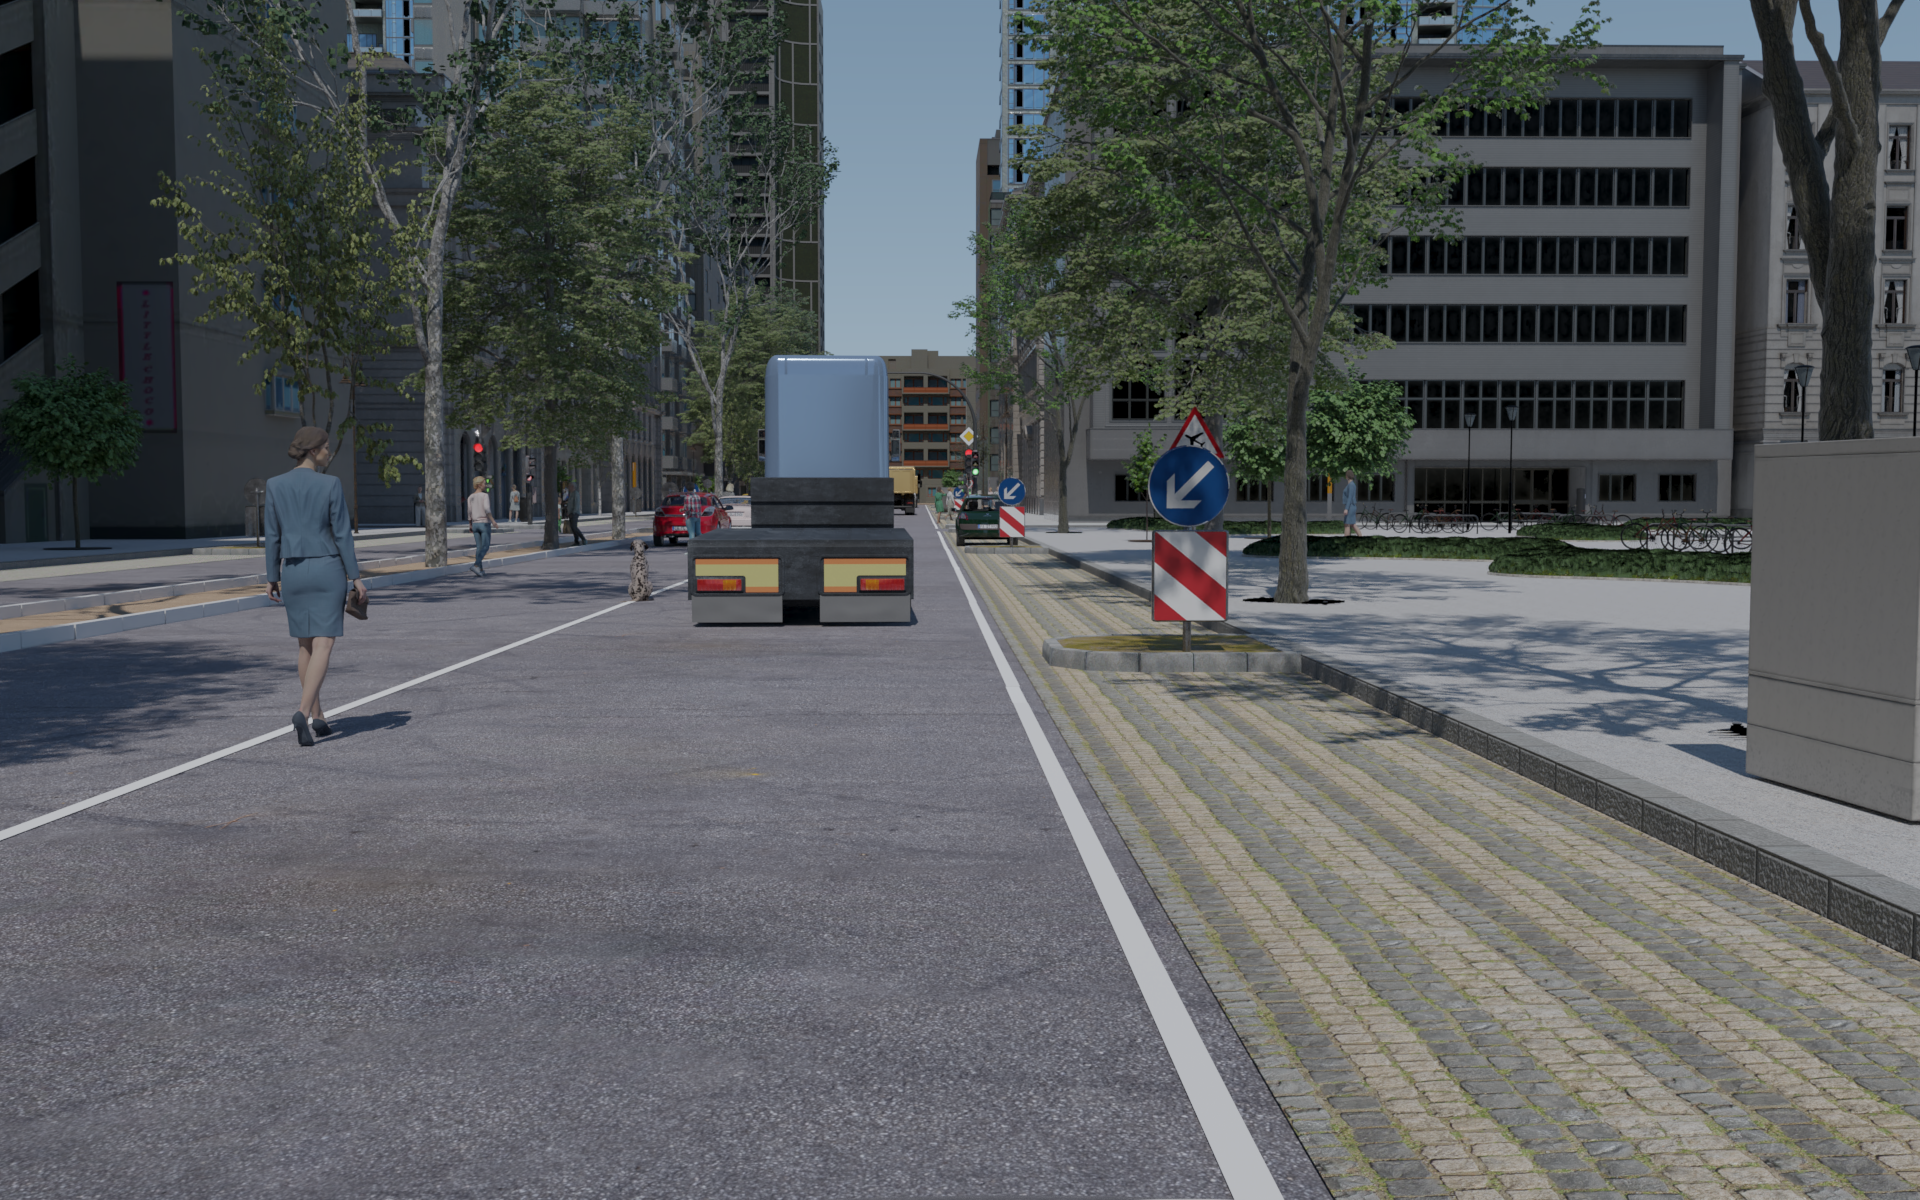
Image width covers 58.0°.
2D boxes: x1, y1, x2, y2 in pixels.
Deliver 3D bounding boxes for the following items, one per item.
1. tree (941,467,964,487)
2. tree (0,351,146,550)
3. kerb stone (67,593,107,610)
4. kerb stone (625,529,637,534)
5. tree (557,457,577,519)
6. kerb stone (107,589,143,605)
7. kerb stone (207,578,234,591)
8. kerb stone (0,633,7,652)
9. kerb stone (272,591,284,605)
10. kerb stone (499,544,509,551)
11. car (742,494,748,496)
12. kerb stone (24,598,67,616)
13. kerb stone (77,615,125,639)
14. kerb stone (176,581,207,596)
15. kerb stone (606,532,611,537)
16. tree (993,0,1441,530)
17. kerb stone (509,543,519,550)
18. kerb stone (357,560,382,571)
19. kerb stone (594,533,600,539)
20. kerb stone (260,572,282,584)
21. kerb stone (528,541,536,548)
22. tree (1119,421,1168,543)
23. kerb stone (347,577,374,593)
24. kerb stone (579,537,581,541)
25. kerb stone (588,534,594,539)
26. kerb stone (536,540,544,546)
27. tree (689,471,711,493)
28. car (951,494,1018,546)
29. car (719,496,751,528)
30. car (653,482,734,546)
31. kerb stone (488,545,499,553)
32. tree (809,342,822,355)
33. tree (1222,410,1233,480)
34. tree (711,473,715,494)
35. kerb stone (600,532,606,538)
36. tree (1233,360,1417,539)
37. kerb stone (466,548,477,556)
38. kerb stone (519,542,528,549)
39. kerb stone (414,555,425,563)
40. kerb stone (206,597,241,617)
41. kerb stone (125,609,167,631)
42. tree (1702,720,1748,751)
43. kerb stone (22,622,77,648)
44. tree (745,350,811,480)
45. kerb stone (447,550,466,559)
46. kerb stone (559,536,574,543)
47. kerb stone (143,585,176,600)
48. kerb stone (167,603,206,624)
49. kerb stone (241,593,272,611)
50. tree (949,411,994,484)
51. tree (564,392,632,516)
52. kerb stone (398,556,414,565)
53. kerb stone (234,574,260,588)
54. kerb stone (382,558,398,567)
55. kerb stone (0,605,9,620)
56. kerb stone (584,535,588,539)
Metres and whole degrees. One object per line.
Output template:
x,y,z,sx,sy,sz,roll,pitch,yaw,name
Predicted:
-0.821,-13.980,212.280,4.285,4.588,4.351,0,3,0,tree
-20.518,-3.453,40.163,4.285,4.588,4.351,0,3,0,tree
-10.987,0.036,21.631,0.120,0.150,1.000,0,4,-1,kerb stone
-11.932,-2.473,62.637,0.120,0.150,1.000,0,4,-1,kerb stone
-20.879,-5.881,90.748,1.663,3.219,1.824,0,3,0,tree
-11.005,-0.028,22.655,0.120,0.150,1.000,0,4,-1,kerb stone
-11.076,-0.216,25.729,0.120,0.150,1.000,0,4,-1,kerb stone
-8.737,0.408,15.519,0.120,0.150,1.000,0,4,-1,kerb stone
-8.915,-0.030,22.680,0.120,0.150,1.000,0,4,-1,kerb stone
-11.483,-1.282,43.164,0.120,0.150,1.000,0,4,-1,kerb stone
-16.829,-7.871,138.912,2.015,1.641,3.980,0,4,0,car
-10.962,0.099,20.609,0.120,0.150,1.000,0,4,-1,kerb stone
-8.782,0.283,17.564,0.120,0.150,1.000,0,4,-1,kerb stone
-11.050,-0.153,24.700,0.120,0.150,1.000,0,4,-1,kerb stone
-11.810,-2.160,57.516,0.120,0.150,1.000,0,4,-1,kerb stone
4.391,-6.862,30.321,7.486,12.596,7.792,0,3,0,tree
-11.500,-1.341,44.195,0.120,0.150,1.000,0,4,-1,kerb stone
-11.246,-0.655,32.899,0.120,0.150,1.000,0,4,-1,kerb stone
-11.764,-2.035,55.465,0.120,0.150,1.000,0,4,-1,kerb stone
-11.128,-0.341,27.779,0.120,0.150,1.000,0,4,-1,kerb stone
-11.549,-1.465,46.247,0.120,0.150,1.000,0,4,-1,kerb stone
4.986,-3.150,46.111,1.663,3.219,1.824,0,3,0,tree
-8.975,-0.215,25.748,0.120,0.150,1.000,0,4,-1,kerb stone
-11.686,-1.847,52.388,0.120,0.150,1.000,0,4,-1,kerb stone
-11.736,-1.972,54.435,0.120,0.150,1.000,0,4,-1,kerb stone
-11.573,-1.534,47.275,0.120,0.150,1.000,0,4,-1,kerb stone
-22.454,-9.424,148.689,1.663,3.219,1.824,0,3,0,tree
0.738,-2.372,48.575,2.009,1.686,4.222,0,3,0,car
-7.245,-2.736,57.095,2.083,1.381,4.827,0,4,-3,car
-7.537,-2.445,49.009,2.155,1.783,4.494,0,4,-1,car
-11.458,-1.220,42.137,0.120,0.150,1.000,0,4,-1,kerb stone
-12.483,-13.431,132.429,12.009,13.543,11.850,0,3,0,tree
8.841,-4.037,49.721,4.285,4.588,4.351,0,3,0,tree
-22.386,-10.026,158.524,1.663,3.219,1.824,0,3,0,tree
-11.790,-2.098,56.494,0.120,0.150,1.000,0,4,-1,kerb stone
9.585,-3.602,42.614,4.285,4.588,4.351,0,3,0,tree
-11.398,-1.088,40.088,0.120,0.150,1.000,0,4,-1,kerb stone
-11.528,-1.408,45.220,0.120,0.150,1.000,0,4,-1,kerb stone
-11.311,-0.844,35.989,0.120,0.150,1.000,0,4,-1,kerb stone
-8.859,0.097,20.630,0.120,0.150,1.000,0,4,-1,kerb stone
-8.813,0.221,18.586,0.120,0.150,1.000,0,4,-1,kerb stone
4.340,-5.066,8.592,9.928,11.665,9.643,0,3,0,tree
-8.765,0.346,16.541,0.120,0.150,1.000,0,4,-1,kerb stone
-12.125,-12.260,119.919,9.611,12.733,9.660,0,3,0,tree
-11.388,-1.030,39.066,0.120,0.150,1.000,0,4,-1,kerb stone
-11.666,-1.782,51.366,0.120,0.150,1.000,0,4,-1,kerb stone
-11.034,-0.091,23.678,0.120,0.150,1.000,0,4,-1,kerb stone
-8.834,0.158,19.608,0.120,0.150,1.000,0,4,-1,kerb stone
-8.886,0.034,21.657,0.120,0.150,1.000,0,4,-1,kerb stone
1.300,-12.442,153.795,4.360,8.622,3.978,0,3,0,tree
-21.028,-9.212,100.986,4.360,8.622,3.978,0,3,0,tree
-11.284,-0.769,34.953,0.120,0.150,1.000,0,4,-1,kerb stone
-11.105,-0.270,26.751,0.120,0.150,1.000,0,4,-1,kerb stone
-11.264,-0.717,33.924,0.120,0.150,1.000,0,4,-1,kerb stone
-10.932,0.160,19.580,0.120,0.150,1.000,0,4,-1,kerb stone
-11.718,-1.909,53.409,0.120,0.150,1.000,0,4,-1,kerb stone
